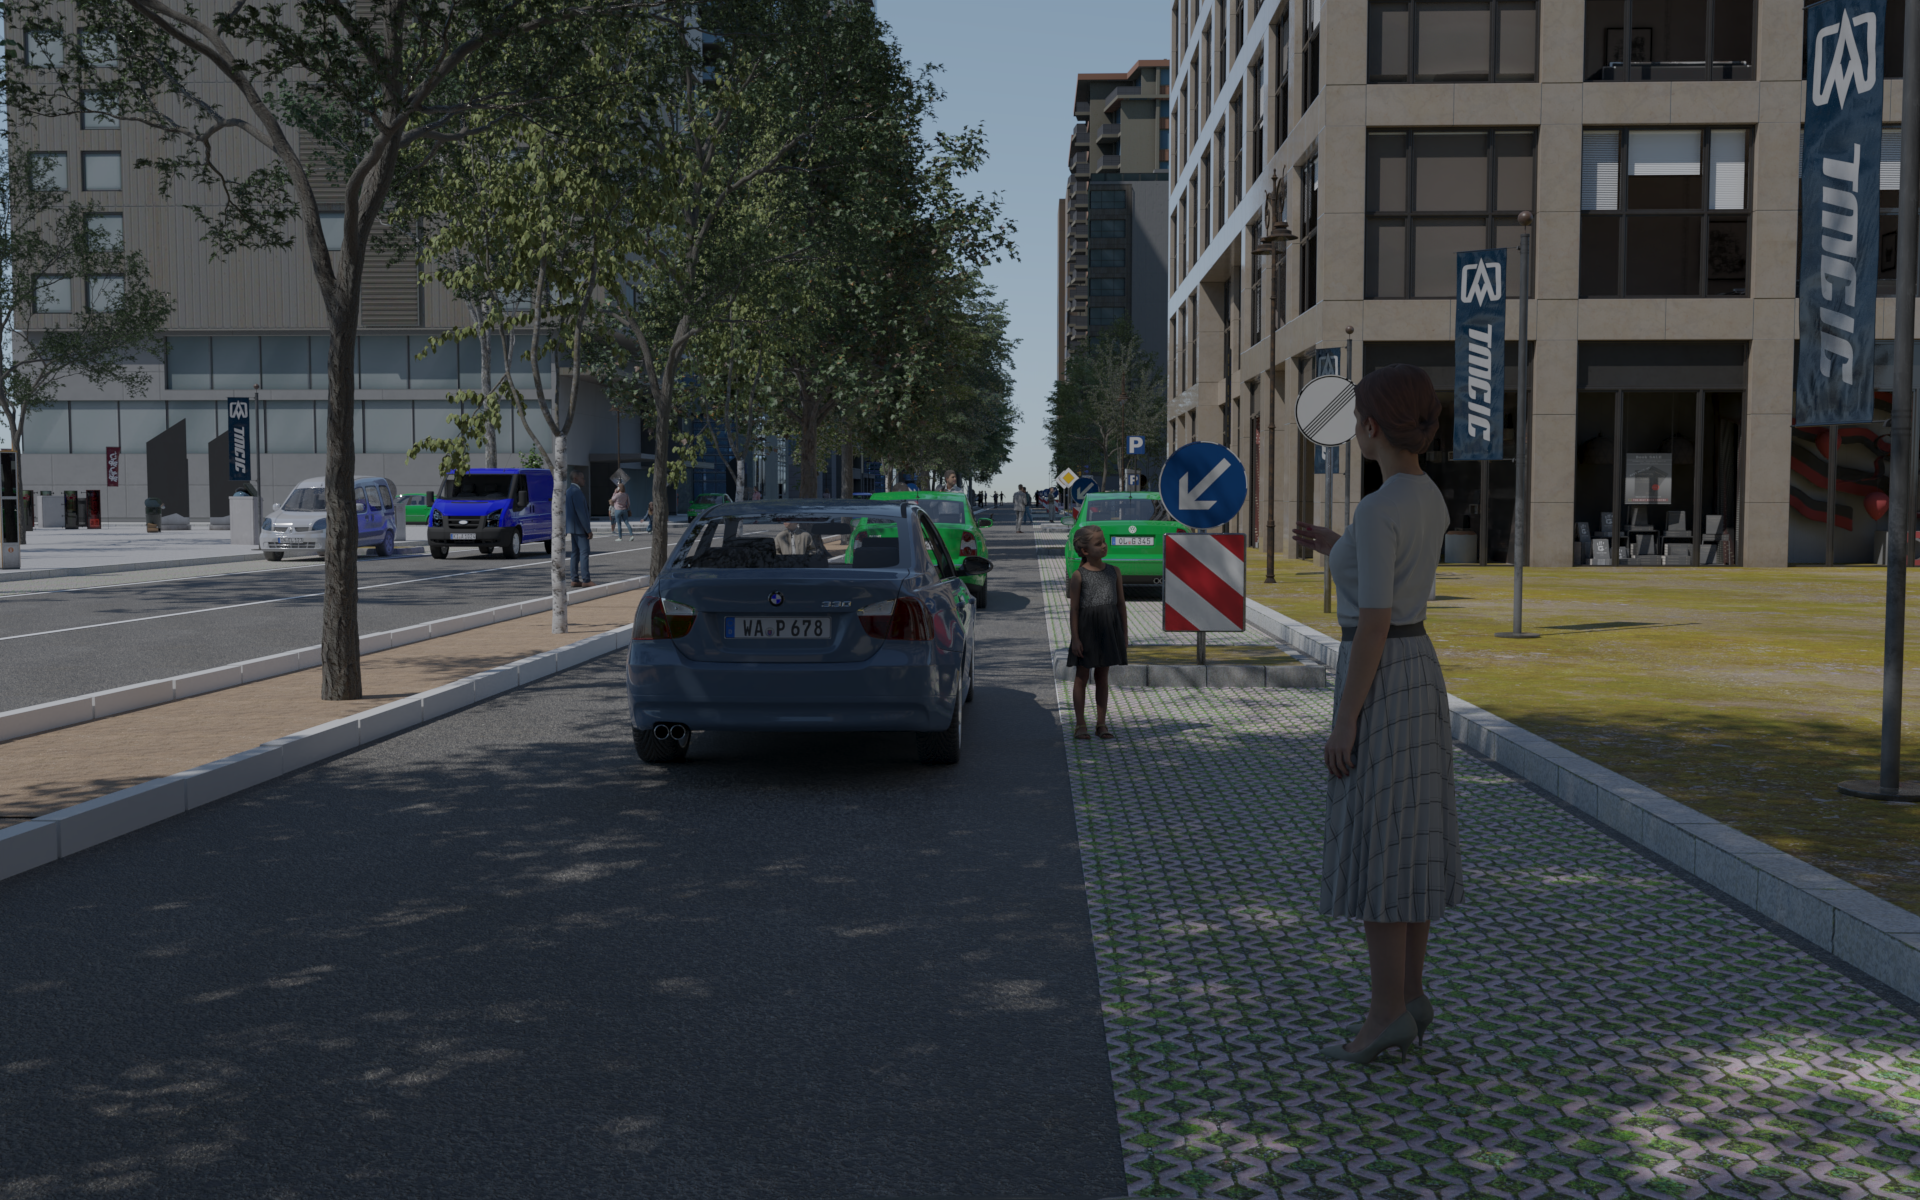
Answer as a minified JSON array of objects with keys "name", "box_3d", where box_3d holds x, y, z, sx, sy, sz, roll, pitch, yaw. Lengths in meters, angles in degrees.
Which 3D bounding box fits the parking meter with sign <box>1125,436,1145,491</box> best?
[{"name":"parking meter with sign","box_3d":[5.290,-3.456,52.769,0.543,3.016,1.738,0,4,2]}]

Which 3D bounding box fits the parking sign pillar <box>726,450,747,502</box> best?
[{"name":"parking sign pillar","box_3d":[-13.779,-7.240,106.843,1.447,3.967,1.447,2,4,25]}]

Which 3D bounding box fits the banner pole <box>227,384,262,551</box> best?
[{"name":"banner pole","box_3d":[-16.191,-3.018,39.364,0.863,3.779,0.401,-1,4,-12]}]

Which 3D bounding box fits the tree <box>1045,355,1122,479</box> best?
[{"name":"tree","box_3d":[10.170,-13.591,140.332,7.486,12.596,7.792,0,3,0]}]

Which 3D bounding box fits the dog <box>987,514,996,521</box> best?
[{"name":"dog","box_3d":[1.695,-4.428,92.587,0.550,0.427,0.748,1,4,8]}]

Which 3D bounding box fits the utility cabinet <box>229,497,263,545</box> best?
[{"name":"utility cabinet","box_3d":[-18.069,-2.001,43.879,1.020,1.237,0.306,2,4,34]}]

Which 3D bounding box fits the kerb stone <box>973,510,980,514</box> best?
[{"name":"kerb stone","box_3d":[1.266,-6.580,129.772,0.120,0.150,1.000,0,4,2]}]

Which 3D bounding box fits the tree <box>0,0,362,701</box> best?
[{"name":"tree","box_3d":[-4.341,-4.558,11.386,8.767,10.594,7.601,0,4,2]}]

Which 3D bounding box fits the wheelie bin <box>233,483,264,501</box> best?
[{"name":"wheelie bin","box_3d":[-20.437,-2.558,49.725,0.693,1.594,0.980,0,4,-6]}]

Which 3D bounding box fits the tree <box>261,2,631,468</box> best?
[{"name":"tree","box_3d":[-16.147,-12.181,55.046,12.611,20.169,13.585,0,3,0]}]

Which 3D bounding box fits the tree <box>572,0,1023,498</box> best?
[{"name":"tree","box_3d":[-3.412,-7.298,38.789,9.611,12.733,9.660,0,3,0]}]

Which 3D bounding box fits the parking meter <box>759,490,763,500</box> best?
[{"name":"parking meter","box_3d":[-12.867,-6.291,111.275,0.372,1.533,0.369,0,3,0]}]

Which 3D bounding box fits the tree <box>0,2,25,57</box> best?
[{"name":"tree","box_3d":[-15.818,-10.122,21.381,12.611,20.169,13.585,0,3,0]}]

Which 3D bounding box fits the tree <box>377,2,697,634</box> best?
[{"name":"tree","box_3d":[-4.124,-3.968,17.699,4.737,8.622,4.395,0,3,0]}]

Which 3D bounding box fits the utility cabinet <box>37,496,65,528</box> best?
[{"name":"utility cabinet","box_3d":[-34.723,-3.367,66.212,0.306,1.237,1.020,2,4,24]}]

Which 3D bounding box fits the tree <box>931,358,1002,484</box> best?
[{"name":"tree","box_3d":[-0.808,-10.873,105.993,9.928,11.665,9.643,0,3,0]}]

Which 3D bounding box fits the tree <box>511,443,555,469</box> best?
[{"name":"tree","box_3d":[-15.847,-4.294,64.812,1.663,3.219,1.824,0,3,0]}]

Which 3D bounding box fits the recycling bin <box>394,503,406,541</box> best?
[{"name":"recycling bin","box_3d":[-15.615,-2.123,47.271,0.722,1.027,0.722,-3,5,-43]}]

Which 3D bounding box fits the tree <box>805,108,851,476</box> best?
[{"name":"tree","box_3d":[-3.880,-4.734,30.213,4.737,8.622,4.395,0,3,0]}]

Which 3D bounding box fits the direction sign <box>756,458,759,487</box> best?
[{"name":"direction sign","box_3d":[-12.827,-7.214,109.951,0.379,3.537,0.876,0,4,2]}]

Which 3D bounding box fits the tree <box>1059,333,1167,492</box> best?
[{"name":"tree","box_3d":[7.625,-7.899,79.504,4.360,8.622,3.978,0,3,0]}]

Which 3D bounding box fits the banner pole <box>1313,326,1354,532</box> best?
[{"name":"banner pole","box_3d":[5.643,-2.202,26.021,0.401,3.779,0.863,-3,5,-40]}]

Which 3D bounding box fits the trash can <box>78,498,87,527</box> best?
[{"name":"trash can","box_3d":[-34.306,-3.426,67.667,0.748,1.137,0.748,0,3,0]}]

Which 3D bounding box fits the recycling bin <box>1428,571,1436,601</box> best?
[{"name":"recycling bin","box_3d":[5.269,-0.515,20.978,0.722,1.027,0.722,-1,4,-22]}]

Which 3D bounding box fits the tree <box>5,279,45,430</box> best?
[{"name":"tree","box_3d":[-30.116,-6.263,52.755,4.360,8.622,3.978,0,3,0]}]

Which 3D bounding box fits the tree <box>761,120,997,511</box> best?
[{"name":"tree","box_3d":[-3.034,-7.757,47.418,7.486,12.596,7.792,0,3,0]}]

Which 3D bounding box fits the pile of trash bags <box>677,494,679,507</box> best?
[{"name":"pile of trash bags","box_3d":[-18.647,-5.842,105.271,3.447,1.369,1.912,1,4,18]}]

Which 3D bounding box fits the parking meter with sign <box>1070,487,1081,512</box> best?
[{"name":"parking meter with sign","box_3d":[8.739,-7.834,124.349,1.738,3.016,0.543,-1,4,-12]}]

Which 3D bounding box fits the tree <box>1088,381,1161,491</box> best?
[{"name":"tree","box_3d":[10.706,-9.737,109.564,4.737,8.622,4.395,0,3,0]}]

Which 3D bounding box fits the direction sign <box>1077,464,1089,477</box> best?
[{"name":"direction sign","box_3d":[9.161,-8.398,129.298,0.876,3.537,0.379,0,4,-2]}]

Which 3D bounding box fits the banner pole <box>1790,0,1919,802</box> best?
[{"name":"banner pole","box_3d":[3.915,-1.070,7.511,0.401,3.779,0.863,-1,4,-14]}]

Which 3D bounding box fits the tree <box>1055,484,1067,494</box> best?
[{"name":"tree","box_3d":[11.642,-12.626,201.041,1.663,3.219,1.824,0,3,0]}]

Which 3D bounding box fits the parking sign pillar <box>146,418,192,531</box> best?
[{"name":"parking sign pillar","box_3d":[-28.052,-4.456,61.330,1.447,3.967,1.447,-1,4,-15]}]

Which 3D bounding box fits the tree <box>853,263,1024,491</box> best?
[{"name":"tree","box_3d":[-1.543,-10.447,79.920,9.857,13.997,8.962,0,3,0]}]

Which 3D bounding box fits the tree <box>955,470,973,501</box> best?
[{"name":"tree","box_3d":[0.585,-11.344,138.289,4.737,8.622,4.395,0,3,0]}]

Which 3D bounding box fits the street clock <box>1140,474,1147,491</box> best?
[{"name":"street clock","box_3d":[6.576,-3.586,63.197,0.471,2.002,0.358,-1,4,-17]}]

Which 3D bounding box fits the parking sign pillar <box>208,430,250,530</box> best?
[{"name":"parking sign pillar","box_3d":[-26.006,-4.476,61.652,1.447,3.967,1.447,-1,4,-11]}]

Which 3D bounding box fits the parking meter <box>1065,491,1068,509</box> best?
[{"name":"parking meter","box_3d":[9.123,-8.521,147.730,0.372,1.533,0.369,0,3,0]}]

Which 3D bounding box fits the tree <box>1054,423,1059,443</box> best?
[{"name":"tree","box_3d":[8.340,-10.126,115.926,4.360,8.622,3.978,0,3,0]}]

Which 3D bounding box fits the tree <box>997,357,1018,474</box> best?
[{"name":"tree","box_3d":[0.016,-11.900,115.149,7.486,12.596,7.792,0,3,0]}]

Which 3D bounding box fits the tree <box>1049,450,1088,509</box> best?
[{"name":"tree","box_3d":[9.859,-12.180,149.509,4.737,8.622,4.395,0,3,0]}]

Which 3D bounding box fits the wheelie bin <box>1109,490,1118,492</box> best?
[{"name":"wheelie bin","box_3d":[11.546,-7.515,130.772,0.980,1.594,0.693,1,4,21]}]

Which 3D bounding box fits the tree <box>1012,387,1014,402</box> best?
[{"name":"tree","box_3d":[-1.488,-9.336,89.505,8.767,10.594,7.601,0,4,2]}]

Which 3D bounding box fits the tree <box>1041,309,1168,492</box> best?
[{"name":"tree","box_3d":[7.470,-9.321,86.806,7.601,10.594,8.767,1,4,11]}]

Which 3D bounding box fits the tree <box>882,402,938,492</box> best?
[{"name":"tree","box_3d":[-2.304,-6.286,55.597,4.360,8.622,3.978,0,3,0]}]

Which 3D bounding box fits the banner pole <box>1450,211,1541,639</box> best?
[{"name":"banner pole","box_3d":[4.820,-1.563,15.573,0.863,3.779,0.401,3,4,38]}]

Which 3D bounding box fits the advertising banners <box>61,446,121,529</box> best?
[{"name":"advertising banners","box_3d":[-31.713,-4.104,63.284,2.074,3.025,0.090,-3,5,-42]}]

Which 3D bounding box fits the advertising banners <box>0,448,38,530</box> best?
[{"name":"advertising banners","box_3d":[-36.065,-4.332,67.014,0.090,3.025,2.074,2,4,30]}]

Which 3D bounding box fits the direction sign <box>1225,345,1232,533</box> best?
[{"name":"direction sign","box_3d":[4.144,-2.129,26.803,0.379,3.537,0.876,1,4,13]}]

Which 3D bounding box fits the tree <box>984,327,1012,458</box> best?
[{"name":"tree","box_3d":[-2.668,-7.657,62.058,8.767,10.594,7.601,0,4,2]}]
